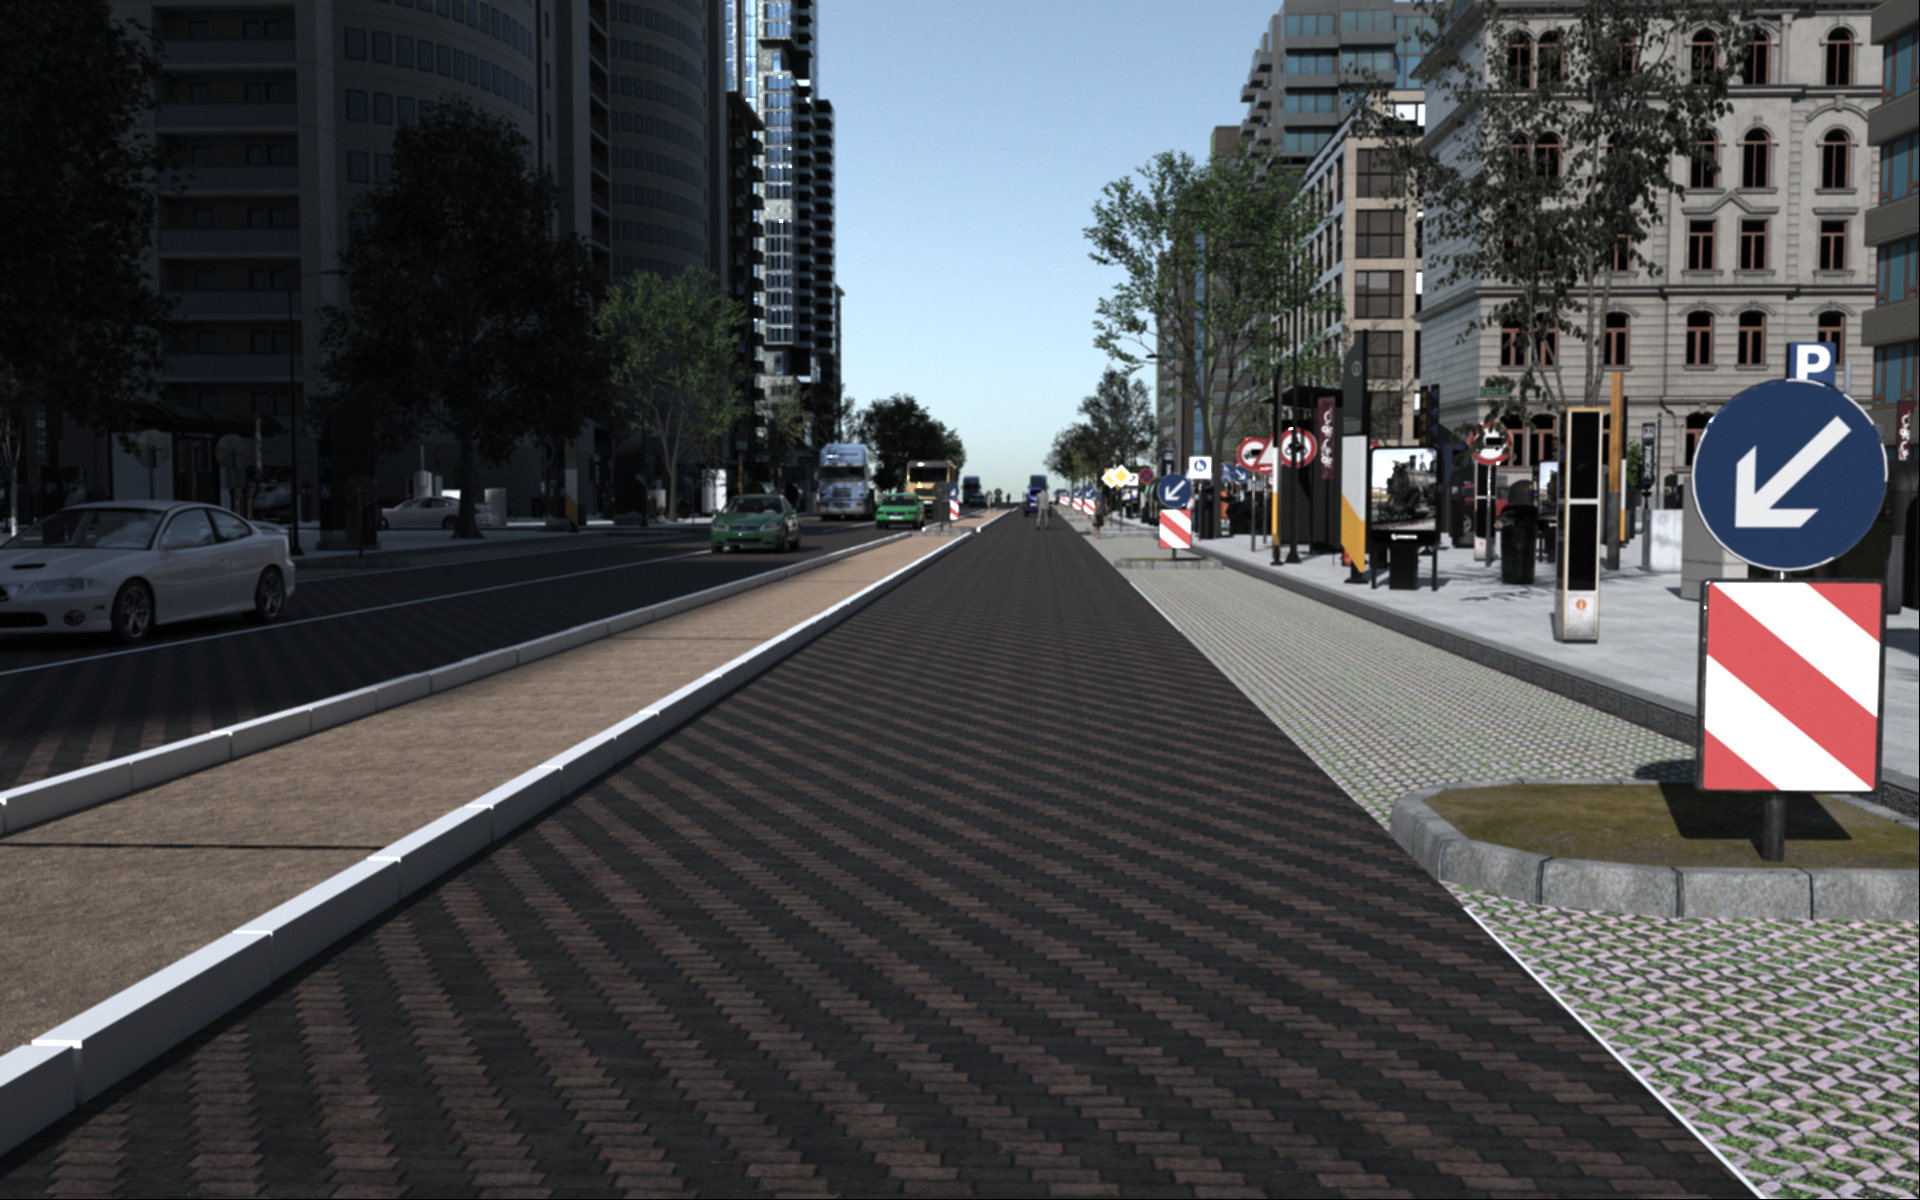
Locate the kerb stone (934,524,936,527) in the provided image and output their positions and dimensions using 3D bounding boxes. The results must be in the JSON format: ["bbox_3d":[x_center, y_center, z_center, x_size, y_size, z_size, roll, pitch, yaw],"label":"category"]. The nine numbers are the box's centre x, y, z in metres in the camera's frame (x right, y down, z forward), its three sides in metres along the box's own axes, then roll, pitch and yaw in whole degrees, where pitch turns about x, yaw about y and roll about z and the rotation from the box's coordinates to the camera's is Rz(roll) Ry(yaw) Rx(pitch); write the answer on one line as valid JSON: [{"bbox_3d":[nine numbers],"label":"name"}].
[{"bbox_3d":[-1.172,-2.968,70.765,0.120,0.150,1.000,0,4,3],"label":"kerb stone"}]

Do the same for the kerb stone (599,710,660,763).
[{"bbox_3d":[-1.862,0.768,9.689,0.120,0.150,1.000,0,4,3],"label":"kerb stone"}]

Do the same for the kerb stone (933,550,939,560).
[{"bbox_3d":[-0.596,-0.926,37.329,0.120,0.150,1.000,0,4,3],"label":"kerb stone"}]

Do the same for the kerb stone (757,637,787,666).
[{"bbox_3d":[-1.634,0.452,14.809,0.120,0.150,1.000,0,4,3],"label":"kerb stone"}]

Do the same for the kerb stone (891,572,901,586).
[{"bbox_3d":[-1.067,-0.299,27.106,0.120,0.150,1.000,0,4,3],"label":"kerb stone"}]

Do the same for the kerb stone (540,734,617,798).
[{"bbox_3d":[-1.909,0.828,8.660,0.120,0.150,1.000,0,4,3],"label":"kerb stone"}]

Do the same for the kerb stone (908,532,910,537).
[{"bbox_3d":[-1.813,-2.123,56.907,0.120,0.150,1.000,0,4,3],"label":"kerb stone"}]

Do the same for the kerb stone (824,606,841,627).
[{"bbox_3d":[-1.439,0.206,18.906,0.120,0.150,1.000,0,4,3],"label":"kerb stone"}]

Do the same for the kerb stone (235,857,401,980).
[{"bbox_3d":[-2.057,1.018,5.592,0.120,0.150,1.000,0,4,3],"label":"kerb stone"}]

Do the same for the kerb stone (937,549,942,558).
[{"bbox_3d":[-0.551,-0.988,38.353,0.120,0.150,1.000,0,4,3],"label":"kerb stone"}]

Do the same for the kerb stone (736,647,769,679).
[{"bbox_3d":[-1.677,0.514,13.786,0.120,0.150,1.000,0,4,3],"label":"kerb stone"}]

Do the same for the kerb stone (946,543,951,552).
[{"bbox_3d":[-0.367,-1.239,42.454,0.120,0.150,1.000,0,4,3],"label":"kerb stone"}]

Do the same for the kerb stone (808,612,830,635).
[{"bbox_3d":[-1.490,0.264,17.875,0.120,0.150,1.000,0,4,3],"label":"kerb stone"}]

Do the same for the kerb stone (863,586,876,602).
[{"bbox_3d":[-1.258,-0.046,23.007,0.120,0.150,1.000,0,4,3],"label":"kerb stone"}]

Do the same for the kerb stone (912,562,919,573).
[{"bbox_3d":[-0.884,-0.544,31.199,0.120,0.150,1.000,0,4,3],"label":"kerb stone"}]

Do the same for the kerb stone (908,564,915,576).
[{"bbox_3d":[-0.926,-0.488,30.178,0.120,0.150,1.000,0,4,3],"label":"kerb stone"}]

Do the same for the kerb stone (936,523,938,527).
[{"bbox_3d":[-1.126,-3.033,71.786,0.120,0.150,1.000,0,4,3],"label":"kerb stone"}]

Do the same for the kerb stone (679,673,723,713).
[{"bbox_3d":[-1.774,0.642,11.740,0.120,0.150,1.000,0,4,3],"label":"kerb stone"}]

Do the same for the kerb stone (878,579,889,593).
[{"bbox_3d":[-1.164,-0.175,25.050,0.120,0.150,1.000,0,4,3],"label":"kerb stone"}]

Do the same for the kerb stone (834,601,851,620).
[{"bbox_3d":[-1.400,0.142,19.930,0.120,0.150,1.000,0,4,3],"label":"kerb stone"}]

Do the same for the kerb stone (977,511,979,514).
[{"bbox_3d":[1.024,-5.915,118.903,0.120,0.150,1.000,0,4,3],"label":"kerb stone"}]

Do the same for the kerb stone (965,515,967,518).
[{"bbox_3d":[0.181,-4.787,100.460,0.120,0.150,1.000,0,4,3],"label":"kerb stone"}]

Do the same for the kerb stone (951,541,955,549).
[{"bbox_3d":[-0.269,-1.364,44.507,0.120,0.150,1.000,0,4,3],"label":"kerb stone"}]

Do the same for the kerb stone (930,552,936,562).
[{"bbox_3d":[-0.644,-0.861,36.308,0.120,0.150,1.000,0,4,3],"label":"kerb stone"}]

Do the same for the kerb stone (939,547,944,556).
[{"bbox_3d":[-0.508,-1.051,39.374,0.120,0.150,1.000,0,4,3],"label":"kerb stone"}]

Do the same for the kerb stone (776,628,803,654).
[{"bbox_3d":[-1.584,0.389,15.832,0.120,0.150,1.000,0,4,3],"label":"kerb stone"}]

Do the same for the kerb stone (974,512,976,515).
[{"bbox_3d":[0.780,-5.601,113.787,0.120,0.150,1.000,0,4,3],"label":"kerb stone"}]

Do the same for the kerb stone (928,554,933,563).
[{"bbox_3d":[-0.693,-0.798,35.284,0.120,0.150,1.000,0,4,3],"label":"kerb stone"}]

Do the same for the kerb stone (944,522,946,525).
[{"bbox_3d":[-0.846,-3.410,77.941,0.120,0.150,1.000,0,4,3],"label":"kerb stone"}]

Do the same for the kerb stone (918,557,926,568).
[{"bbox_3d":[-0.791,-0.675,33.241,0.120,0.150,1.000,0,4,3],"label":"kerb stone"}]

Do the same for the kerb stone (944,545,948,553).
[{"bbox_3d":[-0.423,-1.176,41.421,0.120,0.150,1.000,0,4,3],"label":"kerb stone"}]

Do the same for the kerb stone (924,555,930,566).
[{"bbox_3d":[-0.743,-0.738,34.263,0.120,0.150,1.000,0,4,3],"label":"kerb stone"}]

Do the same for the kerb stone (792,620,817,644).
[{"bbox_3d":[-1.542,0.327,16.853,0.120,0.150,1.000,0,4,3],"label":"kerb stone"}]

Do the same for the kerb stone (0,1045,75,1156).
[{"bbox_3d":[-2.146,1.141,3.537,0.120,0.150,1.000,0,4,3],"label":"kerb stone"}]

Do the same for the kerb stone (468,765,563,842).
[{"bbox_3d":[-1.959,0.891,7.634,0.120,0.150,1.000,0,4,3],"label":"kerb stone"}]

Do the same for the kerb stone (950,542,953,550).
[{"bbox_3d":[-0.327,-1.301,43.481,0.120,0.150,1.000,0,4,3],"label":"kerb stone"}]

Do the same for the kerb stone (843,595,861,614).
[{"bbox_3d":[-1.344,0.076,20.959,0.120,0.150,1.000,0,4,3],"label":"kerb stone"}]

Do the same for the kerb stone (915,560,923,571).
[{"bbox_3d":[-0.830,-0.609,32.220,0.120,0.150,1.000,0,4,3],"label":"kerb stone"}]

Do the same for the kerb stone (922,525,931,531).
[{"bbox_3d":[-1.323,-2.776,67.693,0.120,0.150,1.000,0,4,3],"label":"kerb stone"}]

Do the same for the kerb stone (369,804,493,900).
[{"bbox_3d":[-2.010,0.953,6.613,0.120,0.150,1.000,0,4,3],"label":"kerb stone"}]

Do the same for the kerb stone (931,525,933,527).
[{"bbox_3d":[-1.263,-2.845,68.715,0.120,0.150,1.000,0,4,3],"label":"kerb stone"}]

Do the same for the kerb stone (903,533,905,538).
[{"bbox_3d":[-1.908,-1.997,54.864,0.120,0.150,1.000,0,4,3],"label":"kerb stone"}]

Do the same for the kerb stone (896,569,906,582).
[{"bbox_3d":[-1.022,-0.361,28.128,0.120,0.150,1.000,0,4,3],"label":"kerb stone"}]

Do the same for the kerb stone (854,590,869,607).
[{"bbox_3d":[-1.302,0.014,21.980,0.120,0.150,1.000,0,4,3],"label":"kerb stone"}]

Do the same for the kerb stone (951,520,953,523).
[{"bbox_3d":[-0.566,-3.786,84.092,0.120,0.150,1.000,0,4,3],"label":"kerb stone"}]

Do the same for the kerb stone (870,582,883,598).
[{"bbox_3d":[-1.213,-0.112,24.029,0.120,0.150,1.000,0,4,3],"label":"kerb stone"}]

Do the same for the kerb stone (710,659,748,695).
[{"bbox_3d":[-1.726,0.577,12.765,0.120,0.150,1.000,0,4,3],"label":"kerb stone"}]

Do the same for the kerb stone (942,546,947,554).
[{"bbox_3d":[-0.459,-1.113,40.399,0.120,0.150,1.000,0,4,3],"label":"kerb stone"}]

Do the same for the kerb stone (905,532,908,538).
[{"bbox_3d":[-1.859,-2.057,55.885,0.120,0.150,1.000,0,4,3],"label":"kerb stone"}]

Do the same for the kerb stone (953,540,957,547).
[{"bbox_3d":[-0.227,-1.427,45.529,0.120,0.150,1.000,0,4,3],"label":"kerb stone"}]

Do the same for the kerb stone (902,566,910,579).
[{"bbox_3d":[-0.974,-0.426,29.156,0.120,0.150,1.000,0,4,3],"label":"kerb stone"}]

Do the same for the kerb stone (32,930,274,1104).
[{"bbox_3d":[-2.097,1.078,4.567,0.120,0.150,1.000,0,4,3],"label":"kerb stone"}]

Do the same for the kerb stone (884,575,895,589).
[{"bbox_3d":[-1.117,-0.233,26.085,0.120,0.150,1.000,0,4,3],"label":"kerb stone"}]

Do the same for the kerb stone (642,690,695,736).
[{"bbox_3d":[-1.814,0.702,10.716,0.120,0.150,1.000,0,4,3],"label":"kerb stone"}]
